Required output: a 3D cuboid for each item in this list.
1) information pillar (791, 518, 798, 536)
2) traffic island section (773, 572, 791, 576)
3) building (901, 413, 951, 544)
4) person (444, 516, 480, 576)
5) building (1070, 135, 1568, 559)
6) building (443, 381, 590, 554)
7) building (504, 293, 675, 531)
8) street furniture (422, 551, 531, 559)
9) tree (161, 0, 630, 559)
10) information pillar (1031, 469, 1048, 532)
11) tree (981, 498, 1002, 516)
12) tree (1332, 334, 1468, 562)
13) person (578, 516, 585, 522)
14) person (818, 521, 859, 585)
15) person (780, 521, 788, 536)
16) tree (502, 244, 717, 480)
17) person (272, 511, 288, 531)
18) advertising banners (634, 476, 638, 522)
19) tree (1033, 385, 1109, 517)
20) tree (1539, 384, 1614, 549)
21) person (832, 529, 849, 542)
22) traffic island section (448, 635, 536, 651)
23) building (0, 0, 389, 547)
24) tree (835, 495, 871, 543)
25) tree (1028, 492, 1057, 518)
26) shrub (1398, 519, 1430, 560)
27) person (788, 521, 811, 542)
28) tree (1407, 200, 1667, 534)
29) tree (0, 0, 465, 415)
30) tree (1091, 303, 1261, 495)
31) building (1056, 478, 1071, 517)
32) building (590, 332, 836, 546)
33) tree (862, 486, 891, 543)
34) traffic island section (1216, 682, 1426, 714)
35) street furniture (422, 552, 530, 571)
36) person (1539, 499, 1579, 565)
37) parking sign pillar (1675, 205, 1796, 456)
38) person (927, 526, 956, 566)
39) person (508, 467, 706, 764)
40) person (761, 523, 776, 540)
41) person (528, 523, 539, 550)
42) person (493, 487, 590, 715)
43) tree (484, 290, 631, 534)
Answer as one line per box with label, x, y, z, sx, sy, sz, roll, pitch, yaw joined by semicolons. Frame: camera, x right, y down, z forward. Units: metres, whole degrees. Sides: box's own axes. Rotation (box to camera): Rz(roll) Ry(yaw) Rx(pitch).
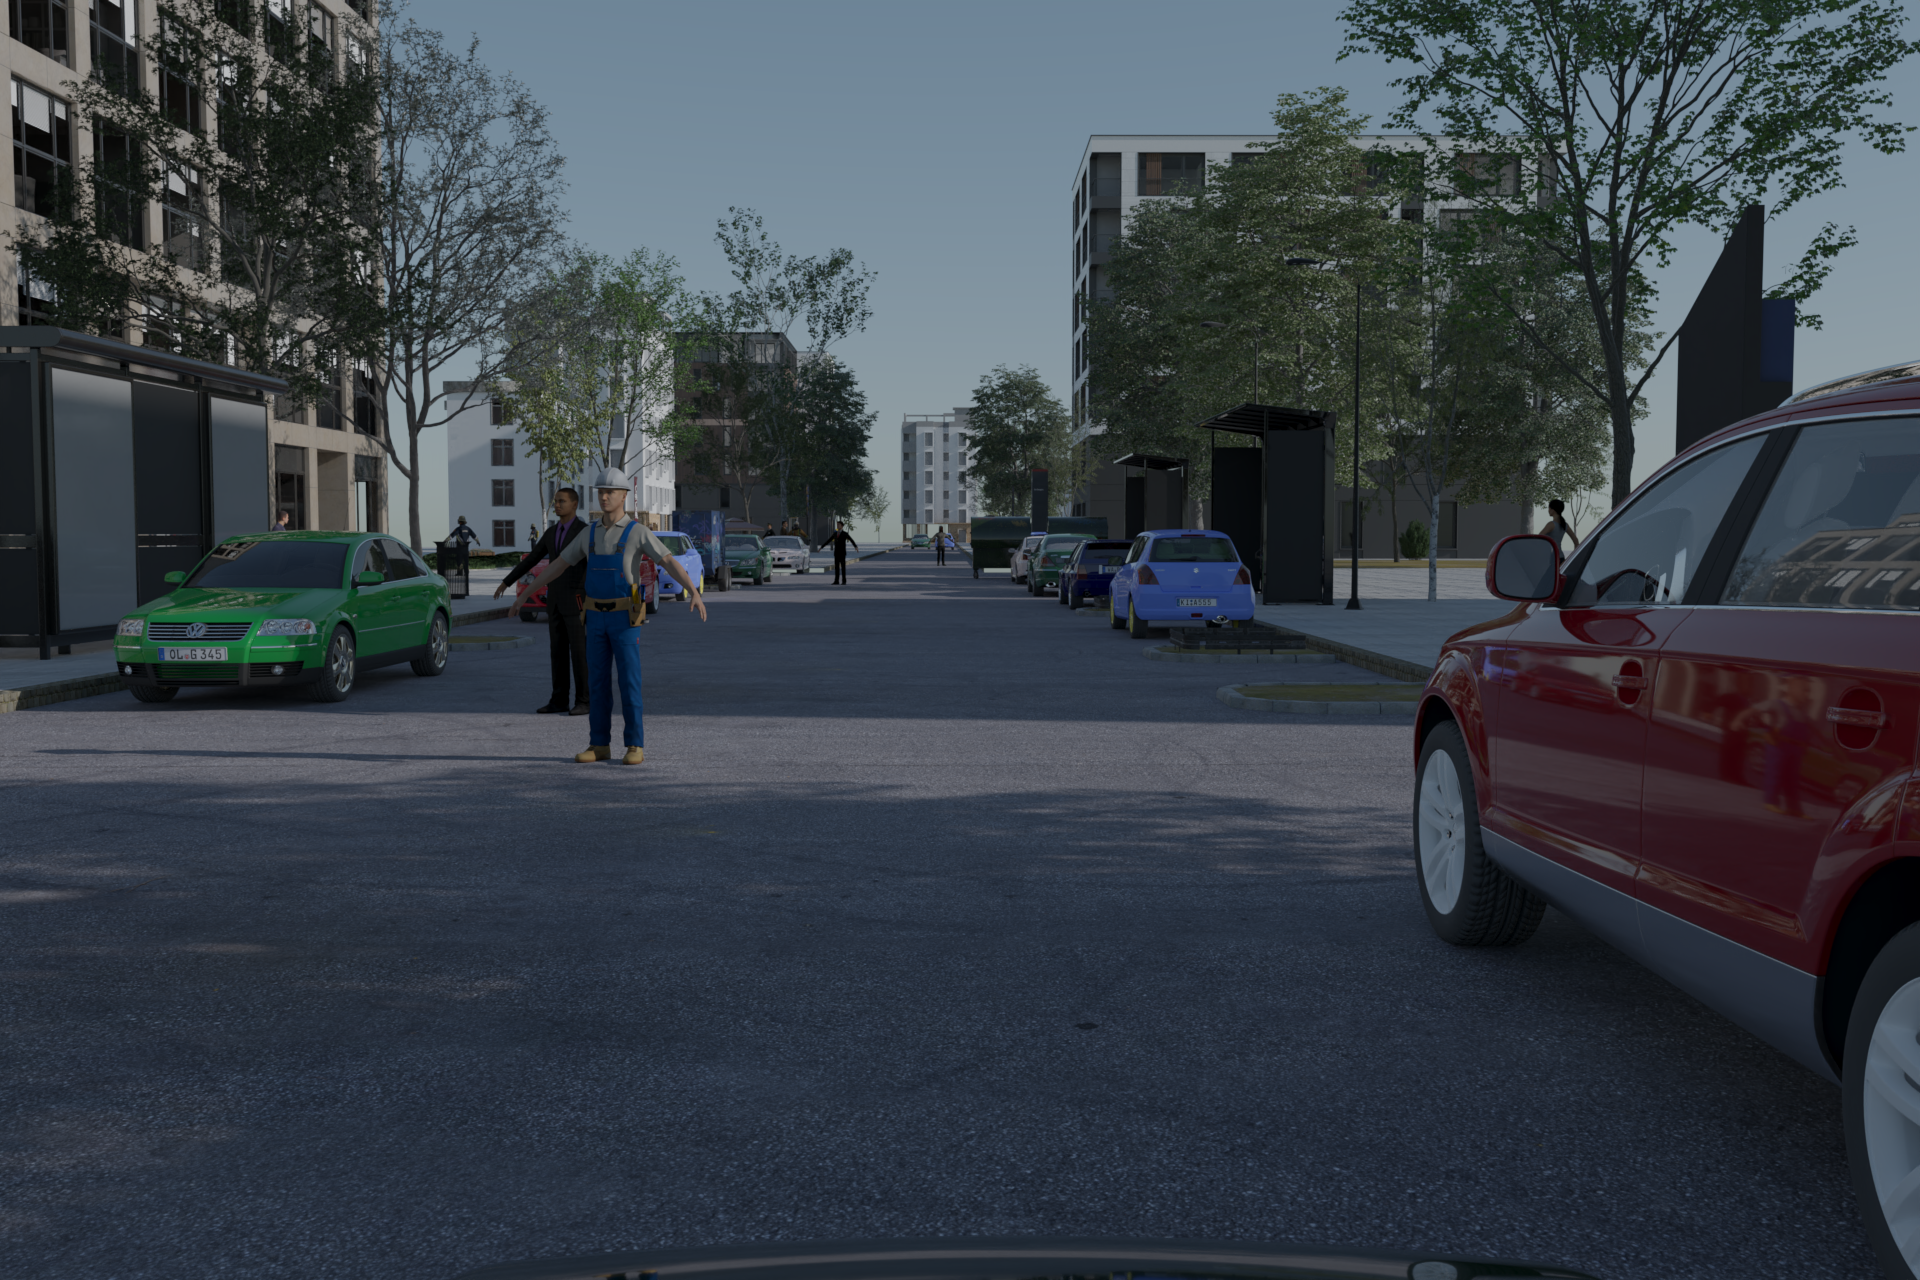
information pillar;-7.378;-4.445;77.171;0.304;2.012;0.304;0;4;1
traffic island section;-6.914;-2.291;60.317;1.991;0.108;1.994;0;3;0
building;-8.465;-24.598;261.058;11.380;20.090;16.016;0;4;-8
person;-15.242;-2.883;53.001;0.704;1.845;1.351;3;5;42
building;20.551;-15.986;105.343;27.936;21.610;32.646;0;4;0
building;-27.797;-10.209;109.068;9.099;9.664;28.070;0;4;-1
building;-29.472;-17.132;136.523;16.016;20.090;11.380;0;4;-1
street furniture;-19.909;-4.012;81.221;10.072;0.657;5.734;2;4;25
tree;-12.695;-7.907;39.655;12.009;13.543;11.850;0;3;0
information pillar;3.191;-4.891;69.353;0.750;3.857;0.750;0;4;-1
tree;5.145;-18.729;256.572;4.737;8.622;4.395;0;3;0
tree;19.526;-8.811;78.470;7.601;10.594;8.767;1;4;16
person;-7.201;-1.475;33.043;1.216;1.772;0.721;-3;4;-38
person;-3.398;-2.458;48.834;1.347;1.806;0.705;2;4;28
person;-6.927;-3.821;68.615;0.704;1.812;1.346;0;4;-1
tree;-12.664;-8.390;62.939;9.928;11.665;9.643;0;3;0
person;-12.603;-1.542;32.169;0.530;1.710;0.541;0;4;5
advertising banners;-9.834;-3.405;51.866;0.090;3.025;2.074;0;4;0
tree;5.317;-8.276;85.677;4.360;8.622;3.978;0;3;0
tree;27.605;-7.769;77.390;4.360;8.622;3.978;0;3;0
person;-5.869;-4.796;84.377;0.705;1.833;1.349;2;4;31
traffic island section;-6.548;0.043;22.170;1.991;0.108;1.994;0;4;0
building;-30.637;-14.896;46.752;19.351;26.588;34.151;0;4;-1
tree;-16.737;-20.088;262.856;7.601;10.594;8.767;1;4;9
tree;13.906;-20.921;260.184;7.486;12.596;7.792;0;3;0
shrub;22.321;-4.944;84.872;1.661;2.075;1.752;0;3;0
person;-7.212;-4.317;76.350;1.354;1.858;0.705;0;4;2
tree;21.652;-9.753;66.115;9.857;13.997;8.962;0;3;0
tree;-12.292;-5.791;29.089;8.767;10.594;7.601;1;4;14
tree;9.717;-9.124;74.940;9.928;11.665;9.643;0;3;0
building;18.266;-17.713;231.759;9.099;9.664;28.070;0;4;-1
building;-28.645;-21.246;191.344;27.936;21.610;32.646;0;4;-1
tree;-12.231;-18.701;256.117;4.737;8.622;4.395;0;3;0
traffic island section;3.235;0.494;14.783;1.991;0.108;1.994;0;4;0
street furniture;-17.270;-3.049;65.472;5.734;0.657;10.072;0;4;1
person;7.685;-0.966;22.598;1.217;1.737;0.721;-2;4;-31
parking sign pillar;6.635;-1.618;14.919;1.447;3.967;1.447;0;4;0
person;-0.843;-4.241;77.922;1.348;1.813;0.705;-1;4;-19
person;-2.183;-0.156;10.861;1.347;1.847;0.705;1;4;16
person;-9.458;-4.892;85.914;0.705;1.837;1.347;-3;5;-42
person;-22.846;-5.314;92.662;0.705;1.856;1.354;0;4;0
person;-3.138;-0.313;13.795;1.346;1.802;0.704;2;4;28
tree;-12.369;-6.241;52.408;4.737;8.622;4.395;0;3;0
